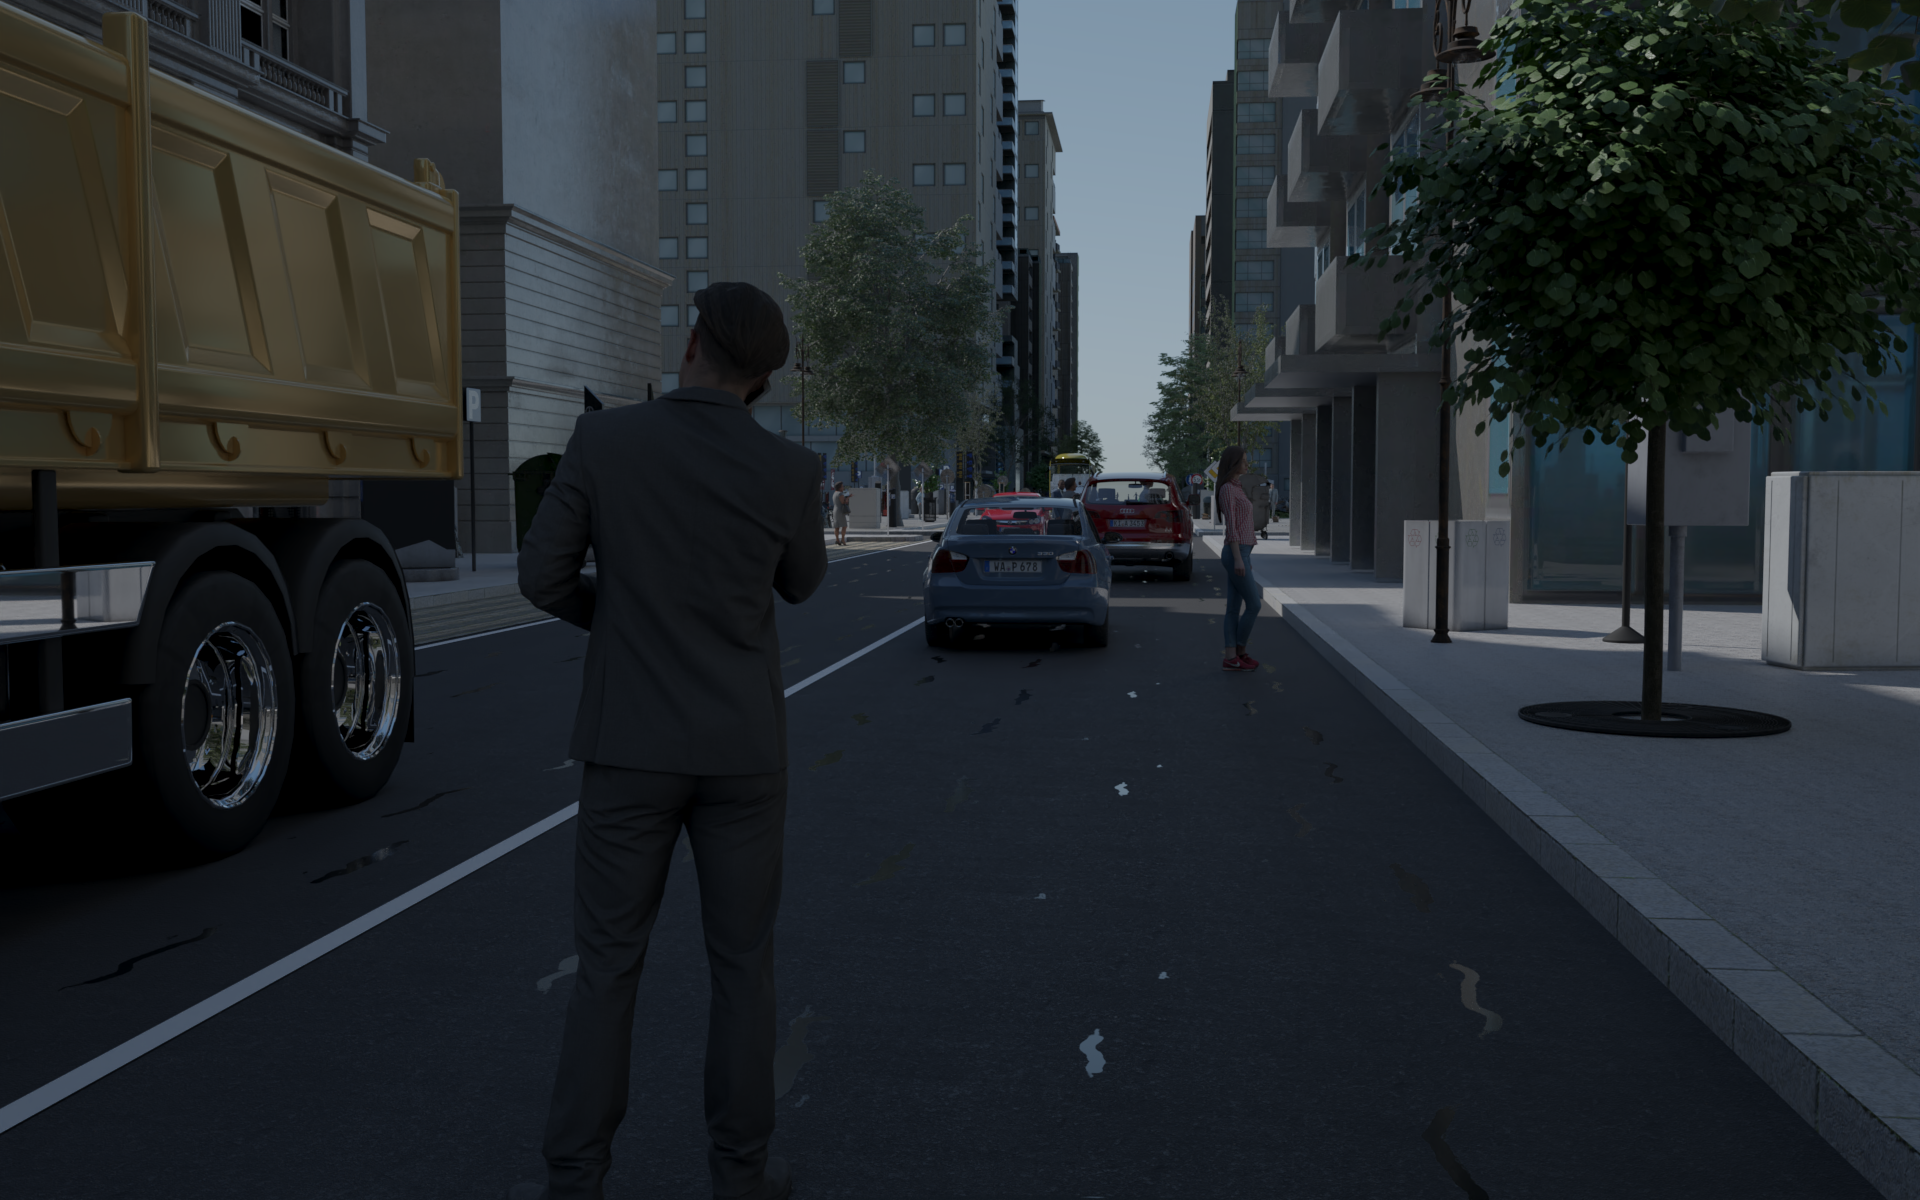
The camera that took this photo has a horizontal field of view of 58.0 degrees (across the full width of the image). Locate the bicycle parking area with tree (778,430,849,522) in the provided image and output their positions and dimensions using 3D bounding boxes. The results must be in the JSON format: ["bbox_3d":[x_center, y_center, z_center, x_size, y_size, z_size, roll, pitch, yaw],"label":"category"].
[{"bbox_3d":[-9.168,-5.690,80.041,9.016,4.147,8.231,-1,4,-12],"label":"bicycle parking area with tree"}]

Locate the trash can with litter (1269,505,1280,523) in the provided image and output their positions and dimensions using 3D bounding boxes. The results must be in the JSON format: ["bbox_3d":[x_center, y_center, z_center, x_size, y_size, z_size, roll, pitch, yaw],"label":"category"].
[{"bbox_3d":[13.989,-4.088,78.222,1.055,1.170,0.624,1,4,14],"label":"trash can with litter"}]

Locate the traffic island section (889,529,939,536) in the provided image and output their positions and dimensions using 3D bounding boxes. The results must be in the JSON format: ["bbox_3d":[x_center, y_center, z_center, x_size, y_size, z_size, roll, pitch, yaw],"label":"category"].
[{"bbox_3d":[-1.347,-2.365,60.944,2.009,0.180,2.903,0,4,6],"label":"traffic island section"}]

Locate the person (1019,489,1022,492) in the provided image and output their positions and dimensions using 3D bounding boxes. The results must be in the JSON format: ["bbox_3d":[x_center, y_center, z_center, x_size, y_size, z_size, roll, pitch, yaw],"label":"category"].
[{"bbox_3d":[5.174,-8.560,146.675,0.621,1.740,0.551,1,4,20],"label":"person"}]

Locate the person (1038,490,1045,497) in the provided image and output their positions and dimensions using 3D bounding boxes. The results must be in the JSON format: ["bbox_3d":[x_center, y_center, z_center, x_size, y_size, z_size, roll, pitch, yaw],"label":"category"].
[{"bbox_3d":[8.436,-10.821,183.691,1.217,1.735,0.721,-1,4,-12],"label":"person"}]

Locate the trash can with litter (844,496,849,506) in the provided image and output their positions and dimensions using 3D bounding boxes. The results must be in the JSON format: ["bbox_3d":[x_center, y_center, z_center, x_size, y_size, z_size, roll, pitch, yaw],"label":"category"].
[{"bbox_3d":[-7.462,-6.340,115.053,0.624,1.170,1.055,0,4,8],"label":"trash can with litter"}]

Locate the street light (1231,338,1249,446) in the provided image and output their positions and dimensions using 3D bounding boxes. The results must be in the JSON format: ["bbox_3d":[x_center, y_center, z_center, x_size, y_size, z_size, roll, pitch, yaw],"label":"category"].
[{"bbox_3d":[8.271,-4.805,51.348,0.468,5.910,1.993,0,4,6],"label":"street light"}]

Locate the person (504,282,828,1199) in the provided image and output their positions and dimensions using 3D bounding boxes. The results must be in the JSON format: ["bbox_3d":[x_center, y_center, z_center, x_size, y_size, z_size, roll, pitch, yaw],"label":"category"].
[{"bbox_3d":[-0.583,0.298,3.440,0.655,1.846,0.447,-1,4,-14],"label":"person"}]

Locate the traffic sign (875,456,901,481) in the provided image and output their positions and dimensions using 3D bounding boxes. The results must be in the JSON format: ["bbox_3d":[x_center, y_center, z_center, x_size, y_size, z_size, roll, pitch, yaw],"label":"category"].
[{"bbox_3d":[-2.214,-3.104,52.939,0.795,2.593,0.064,0,4,6],"label":"traffic sign"}]

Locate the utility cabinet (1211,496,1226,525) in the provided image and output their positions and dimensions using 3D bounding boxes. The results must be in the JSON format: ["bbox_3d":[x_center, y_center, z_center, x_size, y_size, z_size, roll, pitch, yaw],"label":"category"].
[{"bbox_3d":[10.866,-3.681,71.353,1.020,1.237,0.306,-1,4,-18],"label":"utility cabinet"}]

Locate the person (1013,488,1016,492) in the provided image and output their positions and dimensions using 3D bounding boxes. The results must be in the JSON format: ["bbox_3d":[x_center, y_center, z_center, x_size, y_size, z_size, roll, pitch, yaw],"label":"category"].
[{"bbox_3d":[4.856,-9.003,153.172,0.705,1.831,1.348,-3,5,-39],"label":"person"}]

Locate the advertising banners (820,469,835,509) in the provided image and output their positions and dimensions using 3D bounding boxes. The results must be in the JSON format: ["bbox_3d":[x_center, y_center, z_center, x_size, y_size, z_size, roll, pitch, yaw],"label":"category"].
[{"bbox_3d":[-9.268,-7.590,120.292,0.090,3.025,2.074,2,4,32],"label":"advertising banners"}]

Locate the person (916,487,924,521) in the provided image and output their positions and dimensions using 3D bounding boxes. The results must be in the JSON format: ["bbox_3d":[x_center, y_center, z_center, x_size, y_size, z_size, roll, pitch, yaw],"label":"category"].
[{"bbox_3d":[-1.813,-4.496,81.367,0.330,1.601,0.589,3,5,44],"label":"person"}]

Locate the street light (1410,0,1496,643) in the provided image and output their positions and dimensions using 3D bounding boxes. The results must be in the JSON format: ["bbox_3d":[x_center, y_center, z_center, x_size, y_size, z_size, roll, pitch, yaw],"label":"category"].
[{"bbox_3d":[4.160,-2.569,14.789,0.468,5.910,1.993,0,4,6],"label":"street light"}]

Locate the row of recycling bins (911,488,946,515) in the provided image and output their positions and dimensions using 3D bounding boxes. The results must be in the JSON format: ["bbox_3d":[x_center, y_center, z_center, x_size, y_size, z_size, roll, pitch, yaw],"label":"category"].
[{"bbox_3d":[-2.283,-6.258,109.437,3.534,1.692,1.069,2,4,33],"label":"row of recycling bins"}]

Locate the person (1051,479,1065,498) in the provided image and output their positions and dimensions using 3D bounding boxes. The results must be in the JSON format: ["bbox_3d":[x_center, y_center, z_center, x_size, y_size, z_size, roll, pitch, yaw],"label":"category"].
[{"bbox_3d":[2.523,-2.138,43.645,0.419,1.800,0.721,2,4,32],"label":"person"}]

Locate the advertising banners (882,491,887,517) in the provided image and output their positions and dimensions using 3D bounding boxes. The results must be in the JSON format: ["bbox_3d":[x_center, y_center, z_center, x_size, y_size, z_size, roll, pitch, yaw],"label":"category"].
[{"bbox_3d":[-4.258,-6.285,98.946,2.074,3.025,0.090,0,4,8],"label":"advertising banners"}]

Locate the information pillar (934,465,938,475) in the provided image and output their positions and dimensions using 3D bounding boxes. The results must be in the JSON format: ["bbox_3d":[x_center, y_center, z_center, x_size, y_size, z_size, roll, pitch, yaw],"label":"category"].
[{"bbox_3d":[-1.581,-7.655,116.512,0.183,3.616,0.504,1,4,22],"label":"information pillar"}]

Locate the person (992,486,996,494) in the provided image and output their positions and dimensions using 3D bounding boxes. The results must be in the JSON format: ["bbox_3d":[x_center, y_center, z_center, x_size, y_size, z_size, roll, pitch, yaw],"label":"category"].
[{"bbox_3d":[2.081,-6.284,109.134,0.601,1.785,0.444,-2,4,-30],"label":"person"}]

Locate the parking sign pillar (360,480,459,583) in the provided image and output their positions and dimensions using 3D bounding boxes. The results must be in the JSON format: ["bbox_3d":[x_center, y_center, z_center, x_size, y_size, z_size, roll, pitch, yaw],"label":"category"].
[{"bbox_3d":[-8.206,-2.275,25.673,1.447,3.967,1.447,-2,4,-24],"label":"parking sign pillar"}]

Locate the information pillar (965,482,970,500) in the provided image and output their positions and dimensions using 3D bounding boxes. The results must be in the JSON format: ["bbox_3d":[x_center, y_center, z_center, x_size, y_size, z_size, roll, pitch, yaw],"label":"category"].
[{"bbox_3d":[0.426,-6.256,106.779,0.304,2.012,0.304,-1,4,-20],"label":"information pillar"}]

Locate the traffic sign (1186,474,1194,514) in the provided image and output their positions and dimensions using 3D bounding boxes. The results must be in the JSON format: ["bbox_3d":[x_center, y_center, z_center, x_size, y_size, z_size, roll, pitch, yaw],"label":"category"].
[{"bbox_3d":[14.571,-6.652,108.859,0.768,2.556,0.104,0,4,8],"label":"traffic sign"}]

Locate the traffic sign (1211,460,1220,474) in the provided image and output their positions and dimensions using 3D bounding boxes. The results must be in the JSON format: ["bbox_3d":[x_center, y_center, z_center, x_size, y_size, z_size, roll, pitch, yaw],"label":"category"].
[{"bbox_3d":[7.914,-3.033,51.785,0.795,2.593,0.064,0,4,6],"label":"traffic sign"}]

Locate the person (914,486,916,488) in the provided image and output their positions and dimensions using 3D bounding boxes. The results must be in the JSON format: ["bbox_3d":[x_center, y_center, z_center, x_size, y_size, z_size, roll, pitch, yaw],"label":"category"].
[{"bbox_3d":[-3.071,-7.150,122.750,0.447,1.846,0.655,-3,4,-36],"label":"person"}]

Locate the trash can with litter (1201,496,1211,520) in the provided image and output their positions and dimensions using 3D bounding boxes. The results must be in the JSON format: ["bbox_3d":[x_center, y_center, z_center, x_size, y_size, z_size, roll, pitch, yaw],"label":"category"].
[{"bbox_3d":[12.458,-4.614,86.832,0.624,1.170,1.055,1,4,17],"label":"trash can with litter"}]

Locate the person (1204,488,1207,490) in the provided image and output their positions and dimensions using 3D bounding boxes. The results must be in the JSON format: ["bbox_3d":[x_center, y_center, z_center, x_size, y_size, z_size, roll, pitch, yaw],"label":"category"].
[{"bbox_3d":[21.852,-9.085,154.218,0.705,1.869,1.348,2,4,28],"label":"person"}]

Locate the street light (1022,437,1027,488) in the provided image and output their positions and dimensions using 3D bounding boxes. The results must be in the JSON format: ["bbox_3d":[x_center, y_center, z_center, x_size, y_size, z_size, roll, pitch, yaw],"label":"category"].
[{"bbox_3d":[5.081,-10.066,137.372,0.468,5.910,1.993,0,4,6],"label":"street light"}]

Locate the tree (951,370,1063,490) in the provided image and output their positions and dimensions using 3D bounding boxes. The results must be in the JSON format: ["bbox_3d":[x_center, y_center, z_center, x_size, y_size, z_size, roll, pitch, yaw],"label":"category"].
[{"bbox_3d":[3.465,-12.005,130.697,8.767,10.594,7.601,0,4,0],"label":"tree"}]

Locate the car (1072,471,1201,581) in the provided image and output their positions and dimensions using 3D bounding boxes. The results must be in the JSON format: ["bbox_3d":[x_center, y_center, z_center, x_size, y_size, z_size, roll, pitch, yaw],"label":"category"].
[{"bbox_3d":[3.038,-1.317,30.205,2.281,1.827,5.304,1,4,8],"label":"car"}]

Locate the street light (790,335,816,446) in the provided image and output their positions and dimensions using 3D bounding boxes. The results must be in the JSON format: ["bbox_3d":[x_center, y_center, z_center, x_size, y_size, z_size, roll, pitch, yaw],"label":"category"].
[{"bbox_3d":[-4.570,-4.752,50.482,0.468,5.910,1.993,0,4,6],"label":"street light"}]

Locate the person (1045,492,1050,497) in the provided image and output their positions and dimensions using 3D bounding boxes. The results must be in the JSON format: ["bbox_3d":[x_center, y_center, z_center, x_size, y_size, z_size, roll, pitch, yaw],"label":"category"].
[{"bbox_3d":[8.560,-9.970,169.501,0.683,1.767,0.568,-1,4,-11],"label":"person"}]

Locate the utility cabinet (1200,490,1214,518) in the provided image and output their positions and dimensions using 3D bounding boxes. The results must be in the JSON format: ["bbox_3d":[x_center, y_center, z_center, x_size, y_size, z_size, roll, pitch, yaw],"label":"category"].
[{"bbox_3d":[12.943,-5.026,90.848,1.173,1.500,0.318,-1,4,-19],"label":"utility cabinet"}]

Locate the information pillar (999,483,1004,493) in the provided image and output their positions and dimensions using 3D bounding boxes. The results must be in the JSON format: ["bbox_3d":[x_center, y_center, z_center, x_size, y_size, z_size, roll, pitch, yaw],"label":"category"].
[{"bbox_3d":[2.703,-6.609,112.551,0.304,2.012,0.304,0,4,-5],"label":"information pillar"}]

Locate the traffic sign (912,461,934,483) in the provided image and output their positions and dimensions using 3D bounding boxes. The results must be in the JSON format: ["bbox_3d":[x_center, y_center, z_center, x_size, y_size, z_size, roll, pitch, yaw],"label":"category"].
[{"bbox_3d":[-1.323,-3.589,60.874,0.795,2.593,0.064,0,4,6],"label":"traffic sign"}]

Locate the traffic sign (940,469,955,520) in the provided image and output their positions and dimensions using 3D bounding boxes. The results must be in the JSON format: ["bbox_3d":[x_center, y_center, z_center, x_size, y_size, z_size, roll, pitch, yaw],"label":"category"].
[{"bbox_3d":[-0.639,-5.322,87.121,0.768,2.556,0.104,1,4,15],"label":"traffic sign"}]

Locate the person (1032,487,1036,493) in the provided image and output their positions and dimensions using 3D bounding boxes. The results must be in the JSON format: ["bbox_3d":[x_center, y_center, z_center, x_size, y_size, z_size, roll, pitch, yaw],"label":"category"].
[{"bbox_3d":[6.502,-8.998,152.796,0.705,1.869,1.348,0,4,6],"label":"person"}]

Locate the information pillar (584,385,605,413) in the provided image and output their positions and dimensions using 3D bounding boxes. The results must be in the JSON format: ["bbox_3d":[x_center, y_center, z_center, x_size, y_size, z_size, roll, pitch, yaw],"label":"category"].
[{"bbox_3d":[-7.866,-2.809,37.284,0.504,3.616,0.183,2,4,24],"label":"information pillar"}]

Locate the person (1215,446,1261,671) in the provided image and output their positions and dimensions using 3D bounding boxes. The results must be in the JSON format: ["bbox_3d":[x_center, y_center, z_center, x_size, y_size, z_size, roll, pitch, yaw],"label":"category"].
[{"bbox_3d":[2.253,-0.336,14.009,0.388,1.821,0.555,0,4,4],"label":"person"}]

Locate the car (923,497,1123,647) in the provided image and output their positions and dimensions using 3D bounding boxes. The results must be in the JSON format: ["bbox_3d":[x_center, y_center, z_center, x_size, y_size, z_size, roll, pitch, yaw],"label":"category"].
[{"bbox_3d":[0.648,-0.341,17.586,2.014,1.417,4.499,0,4,5],"label":"car"}]

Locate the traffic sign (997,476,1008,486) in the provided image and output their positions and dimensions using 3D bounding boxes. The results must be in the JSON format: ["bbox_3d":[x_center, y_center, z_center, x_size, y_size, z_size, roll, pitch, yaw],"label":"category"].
[{"bbox_3d":[2.926,-7.276,119.065,0.768,2.556,0.104,1,4,13],"label":"traffic sign"}]

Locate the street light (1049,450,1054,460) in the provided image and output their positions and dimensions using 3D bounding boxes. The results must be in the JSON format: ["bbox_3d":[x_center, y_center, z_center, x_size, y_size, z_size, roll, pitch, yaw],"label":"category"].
[{"bbox_3d":[9.195,-12.242,172.937,0.468,5.910,1.993,0,4,6],"label":"street light"}]

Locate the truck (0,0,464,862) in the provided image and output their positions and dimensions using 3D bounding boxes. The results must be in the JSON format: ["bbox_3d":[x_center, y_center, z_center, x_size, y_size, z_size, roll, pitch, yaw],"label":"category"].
[{"bbox_3d":[-4.312,-0.525,4.515,3.469,3.379,9.791,0,4,5],"label":"truck"}]

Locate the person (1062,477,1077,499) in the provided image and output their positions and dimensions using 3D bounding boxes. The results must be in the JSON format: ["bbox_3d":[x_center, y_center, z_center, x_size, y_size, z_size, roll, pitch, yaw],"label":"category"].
[{"bbox_3d":[2.450,-1.674,36.227,0.532,1.782,0.716,-2,4,-26],"label":"person"}]

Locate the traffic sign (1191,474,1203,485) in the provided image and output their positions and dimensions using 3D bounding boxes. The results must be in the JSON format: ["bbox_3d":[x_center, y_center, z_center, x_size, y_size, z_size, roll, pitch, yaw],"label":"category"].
[{"bbox_3d":[14.778,-6.601,108.036,0.768,2.556,0.104,1,4,10],"label":"traffic sign"}]

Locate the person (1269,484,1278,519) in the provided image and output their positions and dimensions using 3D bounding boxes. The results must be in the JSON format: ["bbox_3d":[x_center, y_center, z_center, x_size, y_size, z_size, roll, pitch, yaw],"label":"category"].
[{"bbox_3d":[15.761,-4.981,87.586,0.635,1.810,0.391,1,4,15],"label":"person"}]

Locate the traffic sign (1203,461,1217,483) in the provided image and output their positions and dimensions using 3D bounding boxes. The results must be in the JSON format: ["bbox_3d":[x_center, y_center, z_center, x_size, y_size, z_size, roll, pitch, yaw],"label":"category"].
[{"bbox_3d":[8.806,-3.519,59.721,0.795,2.593,0.064,0,4,6],"label":"traffic sign"}]

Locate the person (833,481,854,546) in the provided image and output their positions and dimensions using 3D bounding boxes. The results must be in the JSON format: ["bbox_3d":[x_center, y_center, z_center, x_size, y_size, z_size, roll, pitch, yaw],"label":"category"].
[{"bbox_3d":[-3.200,-2.383,47.818,0.532,1.782,0.716,-2,4,-28],"label":"person"}]

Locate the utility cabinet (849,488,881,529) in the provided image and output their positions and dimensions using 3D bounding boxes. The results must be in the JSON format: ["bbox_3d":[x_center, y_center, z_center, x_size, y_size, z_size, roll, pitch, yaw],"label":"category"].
[{"bbox_3d":[-3.476,-3.342,63.316,1.173,1.500,0.318,2,4,29],"label":"utility cabinet"}]

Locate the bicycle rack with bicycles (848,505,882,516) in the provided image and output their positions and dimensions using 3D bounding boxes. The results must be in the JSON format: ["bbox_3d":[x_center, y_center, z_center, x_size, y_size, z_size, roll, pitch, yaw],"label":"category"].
[{"bbox_3d":[-5.376,-5.549,104.111,2.925,0.926,2.852,-1,4,-9],"label":"bicycle rack with bicycles"}]

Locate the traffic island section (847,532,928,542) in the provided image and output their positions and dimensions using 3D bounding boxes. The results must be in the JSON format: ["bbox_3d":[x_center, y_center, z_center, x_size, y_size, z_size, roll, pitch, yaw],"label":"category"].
[{"bbox_3d":[-2.238,-1.879,53.009,2.009,0.180,2.903,0,4,6],"label":"traffic island section"}]

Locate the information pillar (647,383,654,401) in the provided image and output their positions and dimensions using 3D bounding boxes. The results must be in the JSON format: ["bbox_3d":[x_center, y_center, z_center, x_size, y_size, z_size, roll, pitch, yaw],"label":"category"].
[{"bbox_3d":[-6.548,-2.779,36.791,0.183,3.616,0.504,0,4,-2],"label":"information pillar"}]

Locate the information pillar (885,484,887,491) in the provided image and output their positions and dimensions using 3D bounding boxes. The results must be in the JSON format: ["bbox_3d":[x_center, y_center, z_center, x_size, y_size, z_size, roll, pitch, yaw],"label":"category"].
[{"bbox_3d":[-5.537,-7.831,132.521,0.304,2.012,0.304,1,4,10],"label":"information pillar"}]

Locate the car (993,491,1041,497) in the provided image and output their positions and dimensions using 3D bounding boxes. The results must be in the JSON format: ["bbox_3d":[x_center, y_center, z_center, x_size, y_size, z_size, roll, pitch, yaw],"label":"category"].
[{"bbox_3d":[1.581,-2.417,48.561,2.155,1.783,4.494,0,4,7],"label":"car"}]

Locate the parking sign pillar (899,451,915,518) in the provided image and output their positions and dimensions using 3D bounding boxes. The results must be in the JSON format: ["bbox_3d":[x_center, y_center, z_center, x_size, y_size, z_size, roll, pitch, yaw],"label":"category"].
[{"bbox_3d":[-3.128,-6.320,91.801,1.447,3.967,1.447,2,4,33],"label":"parking sign pillar"}]

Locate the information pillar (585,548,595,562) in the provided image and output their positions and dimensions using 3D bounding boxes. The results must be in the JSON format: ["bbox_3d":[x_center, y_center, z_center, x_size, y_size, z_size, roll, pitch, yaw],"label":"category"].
[{"bbox_3d":[-7.012,-1.717,32.560,0.304,2.012,0.304,-3,5,-42],"label":"information pillar"}]

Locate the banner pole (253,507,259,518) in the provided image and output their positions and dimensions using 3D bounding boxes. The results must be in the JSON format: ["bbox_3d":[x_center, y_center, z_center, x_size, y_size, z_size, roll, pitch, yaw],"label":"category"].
[{"bbox_3d":[-9.334,-2.017,22.996,0.401,3.779,0.863,-2,4,-31],"label":"banner pole"}]

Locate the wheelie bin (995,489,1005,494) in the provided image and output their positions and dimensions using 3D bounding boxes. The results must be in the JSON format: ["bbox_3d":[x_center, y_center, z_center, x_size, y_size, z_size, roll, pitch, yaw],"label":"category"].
[{"bbox_3d":[2.651,-6.548,114.972,0.980,1.594,0.693,-2,4,-33],"label":"wheelie bin"}]

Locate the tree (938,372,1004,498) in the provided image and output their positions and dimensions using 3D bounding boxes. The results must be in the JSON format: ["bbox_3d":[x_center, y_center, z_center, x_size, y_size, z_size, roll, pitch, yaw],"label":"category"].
[{"bbox_3d":[0.748,-9.160,100.132,4.360,8.622,3.978,0,3,0],"label":"tree"}]
